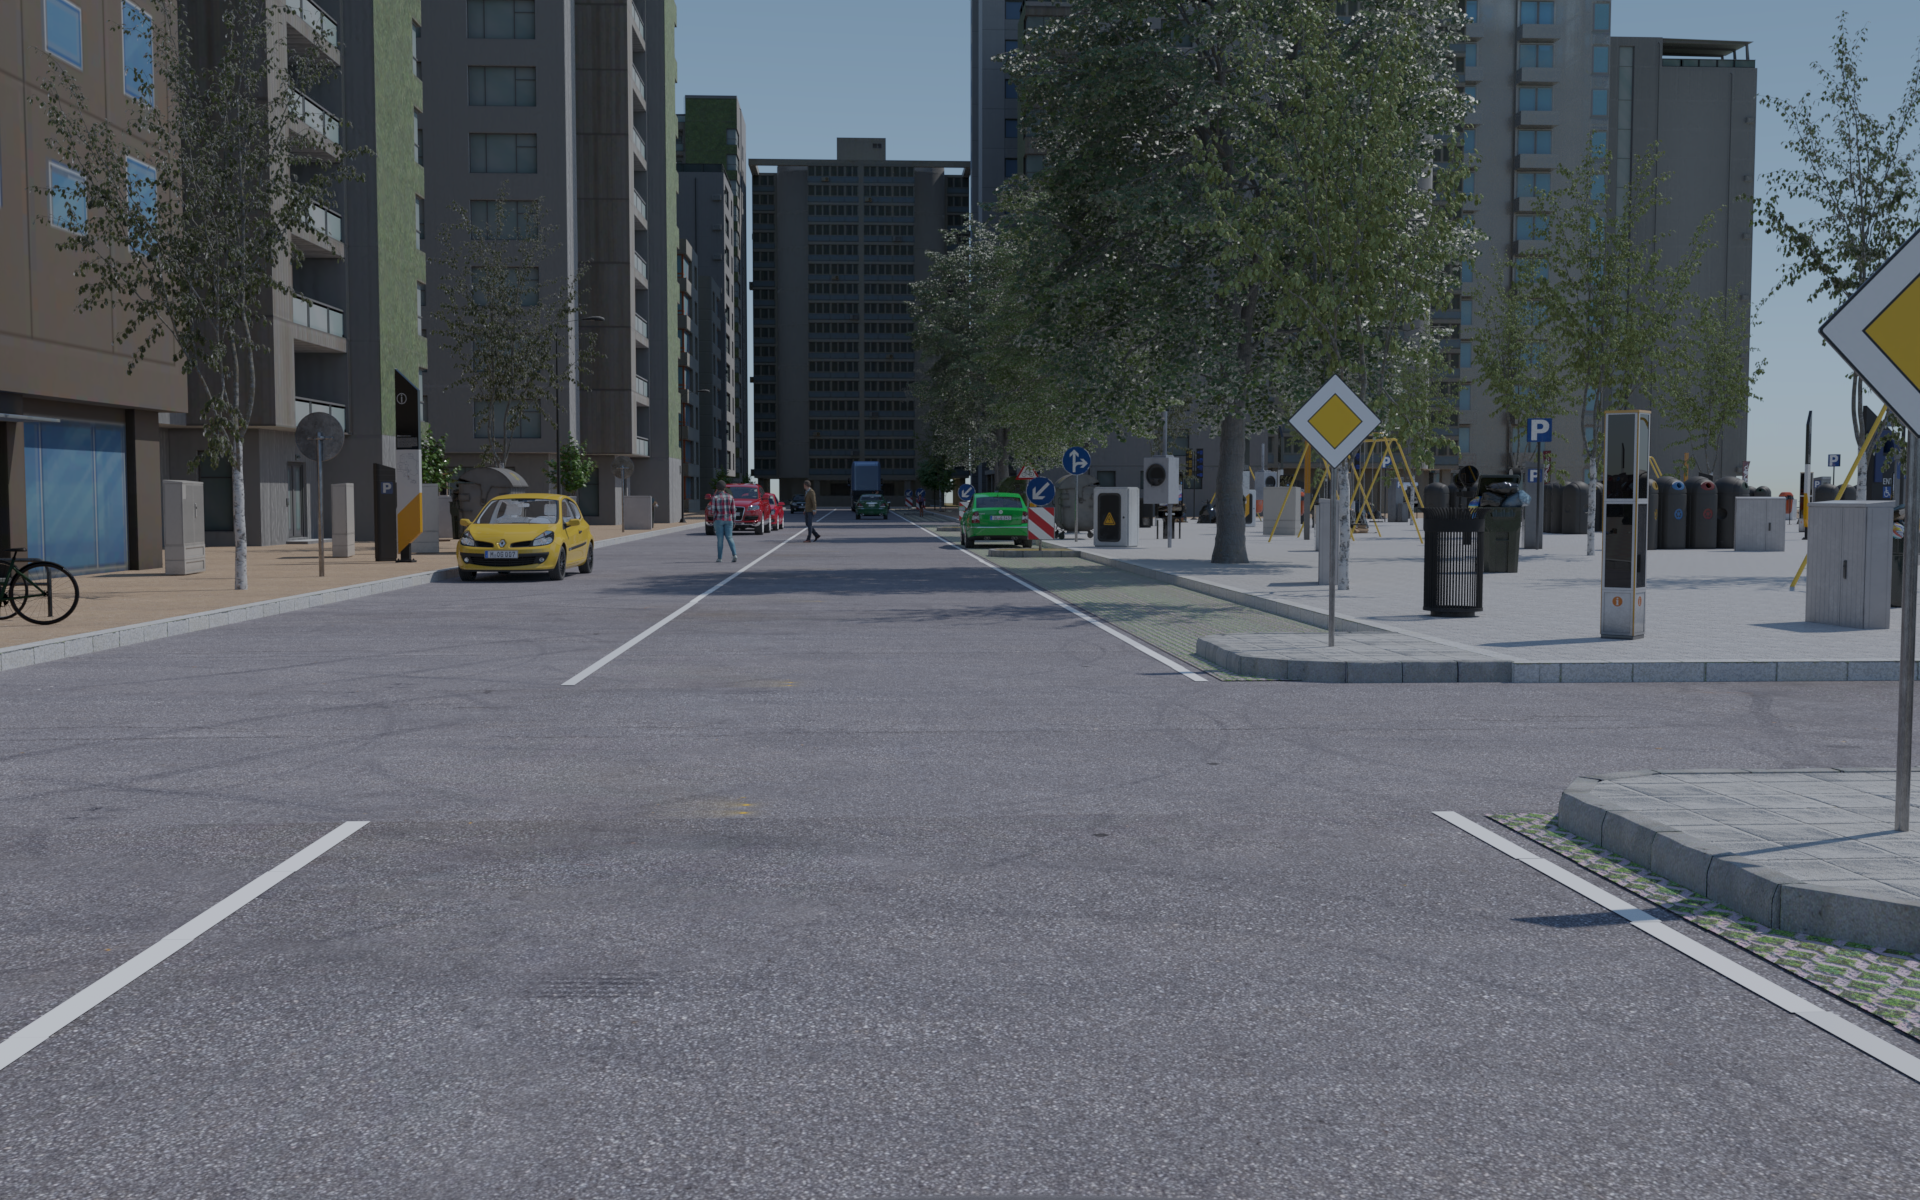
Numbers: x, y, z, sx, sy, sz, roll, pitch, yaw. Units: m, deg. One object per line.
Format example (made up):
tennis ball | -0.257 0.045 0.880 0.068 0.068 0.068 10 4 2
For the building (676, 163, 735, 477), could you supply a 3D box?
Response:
building | -27.239 -23.362 153.675 14.107 30.474 14.160 0 4 -3

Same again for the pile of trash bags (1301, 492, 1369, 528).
pile of trash bags | 14.011 -3.463 66.364 1.912 1.369 3.447 -3 4 -38

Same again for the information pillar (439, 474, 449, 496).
information pillar | -18.496 -3.525 62.120 0.304 2.012 0.304 0 4 -4

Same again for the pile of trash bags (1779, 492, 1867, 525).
pile of trash bags | 36.017 -3.861 72.887 3.447 1.369 1.912 -1 4 -11

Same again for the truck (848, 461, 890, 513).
truck | -7.212 -9.004 136.967 2.967 4.110 18.799 0 4 -5

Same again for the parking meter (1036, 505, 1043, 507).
parking meter | 3.396 -4.046 74.570 0.372 1.533 0.369 0 3 0

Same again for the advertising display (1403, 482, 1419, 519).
advertising display | 23.255 -5.164 89.651 0.974 1.923 0.123 0 4 -7

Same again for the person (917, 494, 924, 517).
person | -2.438 -5.913 108.415 0.421 1.427 0.697 1 4 13

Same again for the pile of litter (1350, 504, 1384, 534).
pile of litter | 12.850 -2.611 56.659 1.719 0.858 1.176 0 4 2

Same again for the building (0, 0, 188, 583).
building | -20.002 -22.724 21.656 14.600 45.320 14.200 0 4 -3

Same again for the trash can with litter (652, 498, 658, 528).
trash can with litter | -11.634 -3.244 64.432 0.624 1.170 1.055 0 4 3

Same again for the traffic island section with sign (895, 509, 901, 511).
traffic island section with sign | -4.361 -8.233 143.236 1.989 1.847 2.006 0 4 -3

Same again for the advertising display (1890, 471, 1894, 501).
advertising display | 26.534 -2.639 48.369 0.974 1.923 0.123 1 4 18

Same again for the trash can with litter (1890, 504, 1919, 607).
trash can with litter | 10.455 -0.520 19.897 0.624 1.170 1.055 -2 4 -29

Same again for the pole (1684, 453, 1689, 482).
pole | 35.986 -5.629 85.883 0.158 3.312 0.155 0 3 0

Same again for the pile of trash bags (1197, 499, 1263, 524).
pile of trash bags | 12.084 -4.045 75.881 3.447 1.369 1.912 -3 5 -40

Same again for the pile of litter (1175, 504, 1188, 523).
pile of litter | 9.763 -3.926 78.161 1.176 0.858 1.719 1 4 19

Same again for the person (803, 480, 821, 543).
person | -4.452 -2.629 51.393 0.656 1.842 0.836 2 4 34

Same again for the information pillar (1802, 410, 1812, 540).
information pillar | 23.682 -3.488 48.388 0.183 3.616 0.504 2 4 34

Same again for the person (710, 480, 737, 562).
person | -4.976 -1.657 36.428 0.563 1.720 0.643 -2 4 -27

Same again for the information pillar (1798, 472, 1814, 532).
information pillar | 28.361 -3.276 58.059 0.304 2.012 0.304 0 4 -7

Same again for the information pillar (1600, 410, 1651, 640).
information pillar | 5.890 -0.663 15.339 0.304 2.012 0.304 3 5 40

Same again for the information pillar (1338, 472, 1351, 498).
information pillar | 12.864 -3.277 58.064 0.304 2.012 0.304 -3 5 -42

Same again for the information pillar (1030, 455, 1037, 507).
information pillar | 2.739 -4.503 64.973 0.183 3.616 0.504 -1 4 -19

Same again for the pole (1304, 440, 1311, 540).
pole | 9.710 -3.338 48.412 0.158 3.312 0.155 0 3 0

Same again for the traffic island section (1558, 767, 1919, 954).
traffic island section | 3.610 0.958 6.617 2.009 0.180 2.903 0 4 -3

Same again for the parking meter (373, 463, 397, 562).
parking meter | -10.927 -1.667 32.966 0.399 1.863 0.255 -3 4 -36

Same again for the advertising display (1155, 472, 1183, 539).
advertising display | 5.965 -2.704 49.432 0.974 1.923 0.123 -2 4 -35

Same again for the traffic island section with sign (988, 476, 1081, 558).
traffic island section with sign | 1.668 -1.904 39.765 1.989 1.847 2.006 0 4 -3

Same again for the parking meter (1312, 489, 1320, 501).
parking meter | 17.881 -4.811 87.065 0.372 1.533 0.369 0 3 0

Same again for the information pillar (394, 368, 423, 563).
information pillar | -10.313 -2.508 32.366 0.504 3.616 0.183 1 4 13

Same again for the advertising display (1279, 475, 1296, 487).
advertising display | 10.946 -3.221 57.870 0.123 1.923 0.974 -1 4 -17

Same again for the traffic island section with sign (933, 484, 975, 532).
traffic island section with sign | 0.106 -3.550 66.675 1.989 1.847 2.006 0 4 -3

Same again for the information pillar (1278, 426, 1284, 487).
information pillar | 10.932 -4.143 59.099 0.183 3.616 0.504 0 4 -2

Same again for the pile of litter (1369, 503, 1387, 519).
pile of litter | 21.023 -4.588 88.979 1.719 0.858 1.176 2 4 23

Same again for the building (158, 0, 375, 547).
building | -22.576 -22.029 43.770 14.154 41.232 14.086 0 4 -3

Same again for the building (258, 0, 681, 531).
building | -19.602 -23.780 72.396 14.154 41.232 14.086 0 4 -3

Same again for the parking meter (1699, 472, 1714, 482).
parking meter | 19.688 -2.445 45.694 0.399 1.863 0.255 2 4 29

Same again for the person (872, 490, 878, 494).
person | -5.902 -6.903 122.171 0.445 1.727 0.742 1 4 17

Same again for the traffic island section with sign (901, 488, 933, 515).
traffic island section with sign | -2.777 -6.578 116.171 1.989 1.847 2.006 0 4 -3

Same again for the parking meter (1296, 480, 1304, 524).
parking meter | 14.478 -4.148 73.524 0.399 1.863 0.255 -1 4 -14

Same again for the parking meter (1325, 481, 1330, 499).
parking meter | 16.869 -4.484 79.025 0.399 1.863 0.255 -2 4 -33

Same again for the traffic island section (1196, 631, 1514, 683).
traffic island section | 3.145 0.470 14.589 2.009 0.180 2.903 0 4 -3

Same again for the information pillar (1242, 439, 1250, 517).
information pillar | 10.210 -4.357 62.598 0.504 3.616 0.183 -1 4 -12
